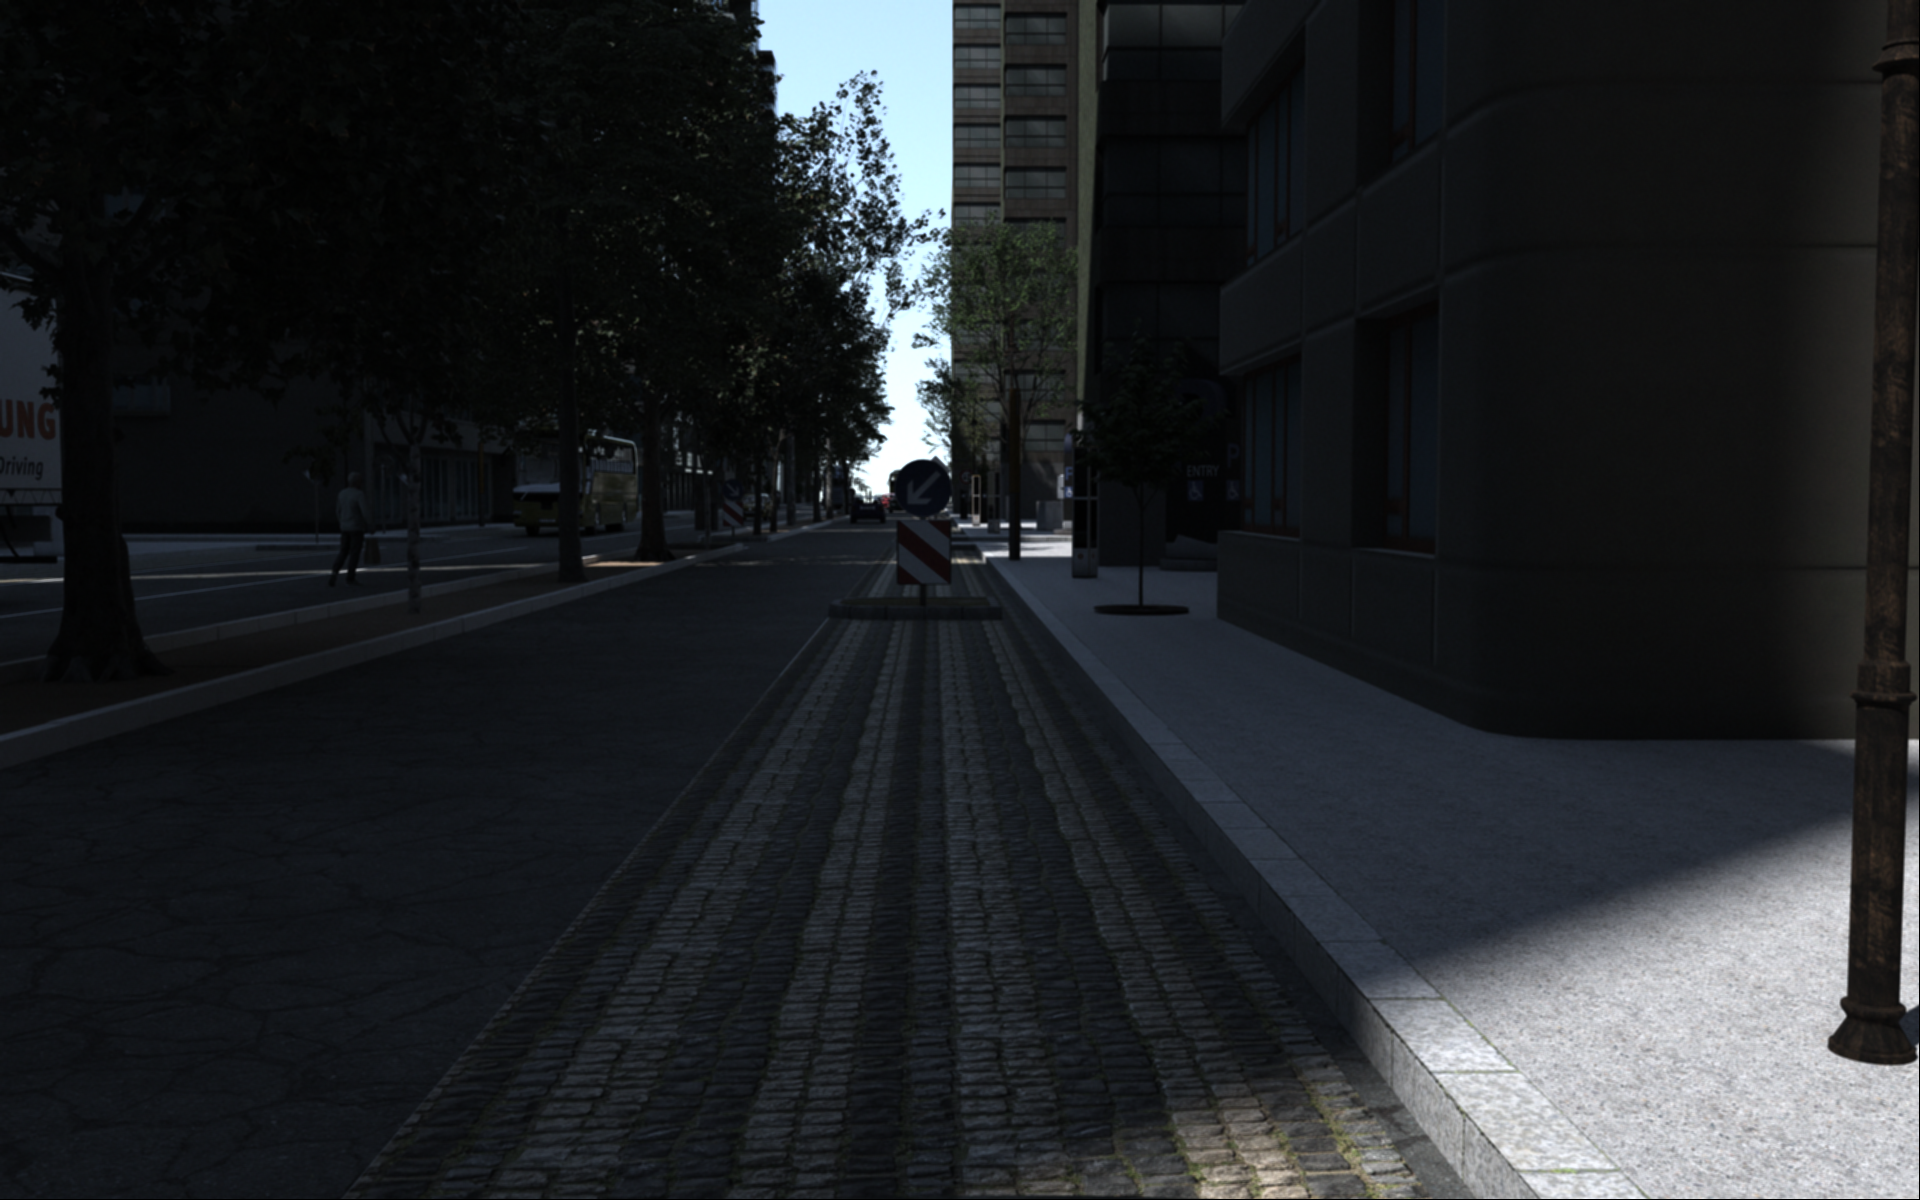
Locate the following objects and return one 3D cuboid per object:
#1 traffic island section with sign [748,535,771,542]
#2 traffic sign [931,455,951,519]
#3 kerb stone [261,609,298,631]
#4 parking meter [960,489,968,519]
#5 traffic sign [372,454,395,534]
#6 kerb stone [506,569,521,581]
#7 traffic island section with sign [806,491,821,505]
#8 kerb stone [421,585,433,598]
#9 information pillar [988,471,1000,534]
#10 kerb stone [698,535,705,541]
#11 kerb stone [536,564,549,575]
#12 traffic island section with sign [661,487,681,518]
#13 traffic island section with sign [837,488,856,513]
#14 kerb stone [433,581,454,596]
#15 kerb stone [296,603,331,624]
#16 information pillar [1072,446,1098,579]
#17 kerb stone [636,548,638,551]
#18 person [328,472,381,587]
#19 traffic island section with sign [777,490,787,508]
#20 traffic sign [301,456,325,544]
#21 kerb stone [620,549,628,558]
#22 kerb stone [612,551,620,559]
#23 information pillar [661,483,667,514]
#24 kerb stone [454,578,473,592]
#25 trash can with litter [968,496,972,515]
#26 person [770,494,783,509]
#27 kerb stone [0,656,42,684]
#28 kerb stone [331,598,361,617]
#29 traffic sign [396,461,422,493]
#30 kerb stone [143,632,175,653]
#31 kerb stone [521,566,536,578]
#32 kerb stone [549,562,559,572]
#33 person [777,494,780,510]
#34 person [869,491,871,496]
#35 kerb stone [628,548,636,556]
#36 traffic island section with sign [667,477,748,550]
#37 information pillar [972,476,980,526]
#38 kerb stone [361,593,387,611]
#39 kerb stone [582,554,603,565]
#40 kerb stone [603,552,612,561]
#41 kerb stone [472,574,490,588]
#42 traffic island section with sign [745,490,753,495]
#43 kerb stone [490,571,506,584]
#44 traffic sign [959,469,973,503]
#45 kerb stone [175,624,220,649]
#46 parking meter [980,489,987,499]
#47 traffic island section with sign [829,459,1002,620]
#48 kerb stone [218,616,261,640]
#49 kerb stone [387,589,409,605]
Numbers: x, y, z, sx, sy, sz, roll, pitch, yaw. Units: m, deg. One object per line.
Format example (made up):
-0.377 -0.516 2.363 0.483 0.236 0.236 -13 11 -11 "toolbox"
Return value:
-6.833 -2.728 52.736 2.006 1.907 1.989 0 4 -1 "traffic island section with sign"
-0.633 -2.536 45.113 0.795 2.450 0.064 0 4 -1 "traffic sign"
-7.320 0.233 18.424 0.120 0.150 1.000 0 4 -1 "kerb stone"
0.196 -4.860 87.871 0.372 1.533 0.369 0 3 0 "parking meter"
-18.550 -3.401 55.712 0.768 2.556 0.104 0 4 8 "traffic sign"
-7.490 -0.396 28.671 0.120 0.150 1.000 0 4 -1 "kerb stone"
-19.810 -13.853 235.116 1.989 1.847 2.006 0 4 -1 "traffic island section with sign"
-7.406 -0.083 23.555 0.120 0.150 1.000 0 4 -1 "kerb stone"
1.101 -3.168 56.290 0.304 2.012 0.304 3 5 42 "information pillar"
-7.876 -1.874 52.836 0.120 0.150 1.000 0 4 -1 "kerb stone"
-7.511 -0.519 30.716 0.120 0.150 1.000 0 4 -1 "kerb stone"
-17.655 -5.758 102.771 1.989 1.847 2.006 0 4 -1 "traffic island section with sign"
-8.069 -7.323 127.865 2.006 1.907 1.989 0 4 -1 "traffic island section with sign"
-7.421 -0.144 24.578 0.120 0.150 1.000 0 4 -1 "kerb stone"
-7.332 0.168 19.456 0.120 0.150 1.000 0 4 -1 "kerb stone"
1.908 -1.341 26.424 0.304 2.012 0.304 2 4 31 "information pillar"
-7.684 -1.147 40.957 0.120 0.150 1.000 0 4 -1 "kerb stone"
-9.344 -1.087 26.753 0.782 1.767 0.515 2 4 24 "person"
-18.902 -10.462 179.679 1.989 1.847 2.006 0 4 -1 "traffic island section with sign"
-16.675 -2.522 44.873 0.795 2.450 0.064 0 4 -1 "traffic sign"
-7.655 -1.019 38.907 0.120 0.150 1.000 0 4 -1 "kerb stone"
-7.633 -0.960 37.885 0.120 0.150 1.000 0 4 -1 "kerb stone"
-19.519 -6.713 114.244 0.304 2.012 0.304 -2 4 -32 "information pillar"
-7.437 -0.202 25.603 0.120 0.150 1.000 0 4 -1 "kerb stone"
0.918 -5.782 105.927 0.624 1.170 1.055 -1 4 -21 "trash can with litter"
-17.848 -9.732 167.627 1.348 1.824 0.705 -1 4 -10 "person"
-7.235 0.546 13.304 0.120 0.150 1.000 0 4 -1 "kerb stone"
-7.346 0.105 20.484 0.120 0.150 1.000 0 4 -1 "kerb stone"
-16.805 -3.010 52.857 0.795 2.450 0.064 0 4 -1 "traffic sign"
-7.265 0.419 15.348 0.120 0.150 1.000 0 4 -1 "kerb stone"
-7.495 -0.456 29.693 0.120 0.150 1.000 0 4 -1 "kerb stone"
-7.531 -0.584 31.738 0.120 0.150 1.000 0 4 -1 "kerb stone"
-16.433 -8.902 154.993 0.756 1.711 0.436 1 4 19 "person"
-11.354 -12.958 220.000 0.705 1.869 1.348 1 4 9 "person"
-7.669 -1.082 39.935 0.120 0.150 1.000 0 4 -1 "kerb stone"
-6.722 -2.275 45.330 2.006 1.907 1.989 0 4 -1 "traffic island section with sign"
0.646 -3.930 68.743 0.304 2.012 0.304 0 4 -3 "information pillar"
-7.369 0.044 21.507 0.120 0.150 1.000 0 4 -1 "kerb stone"
-7.604 -0.830 35.841 0.120 0.150 1.000 0 4 -1 "kerb stone"
-7.618 -0.897 36.862 0.120 0.150 1.000 0 4 -1 "kerb stone"
-7.449 -0.271 26.625 0.120 0.150 1.000 0 4 -1 "kerb stone"
-18.452 -8.745 151.610 1.989 1.847 2.006 0 4 -1 "traffic island section with sign"
-7.472 -0.330 27.647 0.120 0.150 1.000 0 4 -1 "kerb stone"
0.356 -5.440 89.058 0.768 2.556 0.104 0 4 2 "traffic sign"
-7.286 0.361 16.371 0.120 0.150 1.000 0 4 -1 "kerb stone"
1.115 -4.529 82.467 0.372 1.533 0.369 0 3 0 "parking meter"
-0.536 -0.725 20.484 1.989 1.847 2.006 0 4 -1 "traffic island section with sign"
-7.298 0.294 17.393 0.120 0.150 1.000 0 4 -1 "kerb stone"
-7.388 -0.015 22.533 0.120 0.150 1.000 0 4 -1 "kerb stone"
